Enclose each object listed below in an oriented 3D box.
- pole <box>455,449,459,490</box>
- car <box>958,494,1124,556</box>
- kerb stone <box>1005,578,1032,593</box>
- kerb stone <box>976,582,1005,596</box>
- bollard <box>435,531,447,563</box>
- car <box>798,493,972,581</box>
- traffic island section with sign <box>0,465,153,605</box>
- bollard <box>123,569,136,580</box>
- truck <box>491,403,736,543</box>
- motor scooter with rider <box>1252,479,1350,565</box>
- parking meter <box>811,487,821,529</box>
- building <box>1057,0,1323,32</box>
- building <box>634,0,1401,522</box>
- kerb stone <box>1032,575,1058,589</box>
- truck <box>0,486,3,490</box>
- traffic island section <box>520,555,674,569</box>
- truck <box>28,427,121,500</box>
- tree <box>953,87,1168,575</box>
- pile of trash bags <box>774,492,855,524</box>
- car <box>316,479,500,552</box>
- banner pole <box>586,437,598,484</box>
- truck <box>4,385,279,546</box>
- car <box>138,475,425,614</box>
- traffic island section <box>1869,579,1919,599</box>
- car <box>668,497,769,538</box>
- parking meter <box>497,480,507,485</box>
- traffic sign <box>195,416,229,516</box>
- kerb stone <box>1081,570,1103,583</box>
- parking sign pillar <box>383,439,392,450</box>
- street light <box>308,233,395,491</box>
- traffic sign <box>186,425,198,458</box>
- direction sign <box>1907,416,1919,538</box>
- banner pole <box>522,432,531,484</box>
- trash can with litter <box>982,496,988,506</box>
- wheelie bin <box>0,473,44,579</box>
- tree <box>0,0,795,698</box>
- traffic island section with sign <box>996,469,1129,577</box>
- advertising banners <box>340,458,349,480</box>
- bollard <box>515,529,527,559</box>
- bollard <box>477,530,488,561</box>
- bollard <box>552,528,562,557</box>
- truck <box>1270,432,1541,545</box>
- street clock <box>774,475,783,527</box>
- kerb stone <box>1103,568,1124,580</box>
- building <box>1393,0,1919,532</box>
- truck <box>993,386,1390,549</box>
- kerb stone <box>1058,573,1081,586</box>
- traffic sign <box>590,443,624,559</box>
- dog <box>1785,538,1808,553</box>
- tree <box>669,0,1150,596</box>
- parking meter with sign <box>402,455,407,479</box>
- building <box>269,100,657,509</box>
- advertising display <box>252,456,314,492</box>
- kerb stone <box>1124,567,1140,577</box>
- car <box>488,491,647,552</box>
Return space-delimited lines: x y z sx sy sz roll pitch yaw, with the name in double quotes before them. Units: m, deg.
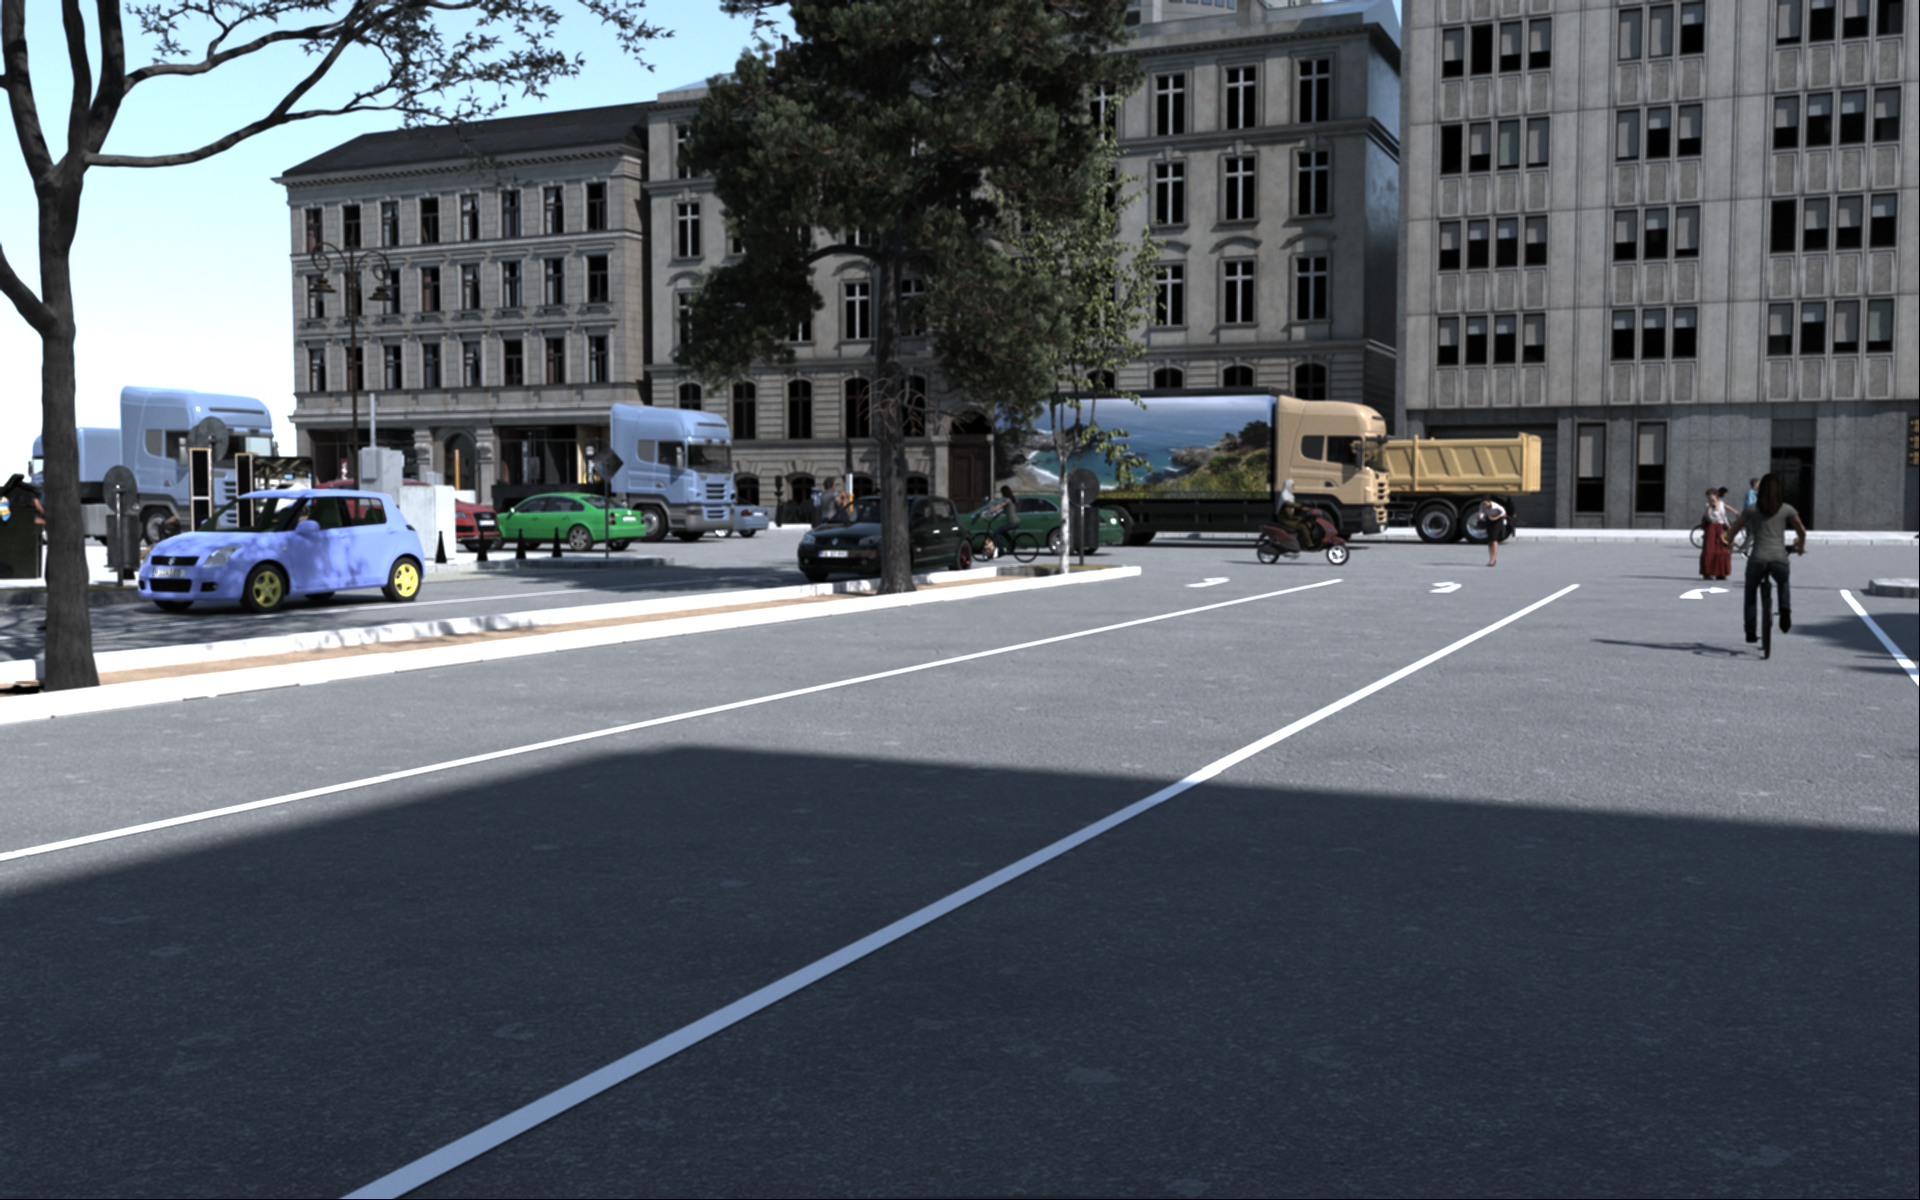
"pole" -23.006 -5.224 79.250 0.158 3.312 0.155 0 3 0
"car" 1.450 -1.801 41.239 4.920 1.459 2.131 2 4 24
"kerb stone" 0.784 -0.204 25.605 0.120 0.150 1.000 2 4 25
"kerb stone" 0.357 -0.149 24.665 0.120 0.150 1.000 2 4 25
"bollard" -9.618 -0.981 32.085 0.229 0.601 0.229 0 3 0
"car" -1.213 -1.201 29.416 2.009 1.686 4.222 1 4 23
"traffic island section with sign" -11.806 -0.891 23.199 1.989 1.847 2.006 2 4 25
"bollard" -12.459 -0.603 25.907 0.229 0.601 0.229 0 3 0
"truck" -15.126 -3.959 54.483 18.799 4.110 2.967 2 4 23
"motor scooter with rider" 6.898 -1.598 35.096 1.986 1.779 0.876 2 4 24
"parking meter" -5.354 -3.429 64.476 0.372 1.533 0.369 0 3 0
"building" 15.882 -36.682 141.757 21.231 58.520 28.212 2 4 25
"building" 2.762 -15.948 79.832 34.723 24.649 14.460 2 4 25
"kerb stone" 1.218 -0.262 26.545 0.120 0.150 1.000 2 4 25
"truck" -34.023 -4.678 66.247 18.799 4.110 2.967 2 4 24
"traffic island section" -7.028 -0.741 34.403 2.009 0.180 2.903 2 4 25
"truck" -29.193 -4.756 67.512 18.799 4.110 2.967 2 4 24
"tree" 1.698 -4.642 28.719 4.737 8.622 4.395 0 3 0
"pile of trash bags" -6.238 -3.968 74.625 3.447 1.369 1.912 -1 4 -11
"car" -13.749 -2.074 42.580 5.304 1.827 2.281 1 4 23
"banner pole" -16.172 -5.282 76.380 0.401 3.779 0.863 3 5 39
"truck" -25.357 -3.459 46.316 18.799 4.110 2.967 2 4 26
"car" -8.594 -0.762 22.058 1.945 1.707 3.694 2 4 24
"traffic island section" 14.138 -0.148 24.701 2.009 0.180 2.903 2 4 25
"car" -8.545 -2.787 57.573 4.499 1.417 2.014 2 4 24
"parking meter" -18.586 -3.953 70.341 0.399 1.863 0.255 2 4 29
"traffic sign" -12.276 -1.730 28.393 0.768 2.556 0.104 2 4 26
"kerb stone" 2.076 -0.380 28.409 0.120 0.150 1.000 2 4 25
"parking sign pillar" -27.995 -5.829 83.774 1.447 3.967 1.447 1 4 16
"street light" -10.798 -3.554 30.896 0.468 5.910 1.993 2 4 25
"traffic sign" -14.096 -1.956 32.080 0.768 2.556 0.104 2 4 29
"direction sign" 27.905 -3.559 50.179 0.876 3.537 0.379 0 4 6
"banner pole" -17.594 -4.920 70.458 0.401 3.779 0.863 -3 5 -44
"trash can with litter" 1.096 -3.461 67.651 1.678 1.210 2.233 0 4 2
"wheelie bin" -14.292 -1.127 26.338 0.693 1.594 0.980 -1 4 -17
"tree" -6.407 -6.058 11.876 12.009 13.543 11.850 0 3 0
"traffic island section with sign" 1.940 -1.371 30.557 2.006 1.907 1.989 2 4 25
"advertising banners" -30.439 -5.365 83.913 0.090 3.025 2.074 2 4 34
"bollard" -8.665 -1.108 34.156 0.229 0.601 0.229 0 3 0
"bollard" -9.140 -1.044 33.118 0.229 0.601 0.229 0 3 0
"bollard" -8.192 -1.171 35.184 0.229 0.601 0.229 0 3 0
"truck" 11.939 -3.390 51.350 9.791 3.379 3.469 2 4 26
"street clock" -7.035 -3.833 67.243 0.358 2.002 0.471 0 4 -1
"kerb stone" 2.512 -0.436 29.339 0.120 0.150 1.000 2 4 25
"building" 27.997 -15.188 66.339 19.932 24.808 12.078 2 4 25
"truck" 6.506 -3.559 47.105 11.283 4.237 2.839 2 4 25
"kerb stone" 1.646 -0.323 27.477 0.120 0.150 1.000 2 4 25
"traffic sign" -7.003 -1.877 34.331 0.795 2.450 0.064 2 4 25
"dog" 20.384 -1.361 42.440 0.550 0.427 0.748 0 4 3
"tree" -0.948 -6.049 23.407 6.751 12.117 7.091 0 3 0
"parking meter with sign" -25.322 -4.897 76.325 1.738 3.016 0.543 -2 4 -28
"building" -32.022 -14.885 94.282 40.483 20.767 10.553 2 4 25
"advertising display" -11.555 -1.491 29.593 0.974 1.923 0.123 -2 4 -29
"kerb stone" 2.936 -0.484 30.281 0.120 0.150 1.000 2 4 25
"car" -10.221 -2.140 43.785 4.718 1.807 1.959 2 4 24
